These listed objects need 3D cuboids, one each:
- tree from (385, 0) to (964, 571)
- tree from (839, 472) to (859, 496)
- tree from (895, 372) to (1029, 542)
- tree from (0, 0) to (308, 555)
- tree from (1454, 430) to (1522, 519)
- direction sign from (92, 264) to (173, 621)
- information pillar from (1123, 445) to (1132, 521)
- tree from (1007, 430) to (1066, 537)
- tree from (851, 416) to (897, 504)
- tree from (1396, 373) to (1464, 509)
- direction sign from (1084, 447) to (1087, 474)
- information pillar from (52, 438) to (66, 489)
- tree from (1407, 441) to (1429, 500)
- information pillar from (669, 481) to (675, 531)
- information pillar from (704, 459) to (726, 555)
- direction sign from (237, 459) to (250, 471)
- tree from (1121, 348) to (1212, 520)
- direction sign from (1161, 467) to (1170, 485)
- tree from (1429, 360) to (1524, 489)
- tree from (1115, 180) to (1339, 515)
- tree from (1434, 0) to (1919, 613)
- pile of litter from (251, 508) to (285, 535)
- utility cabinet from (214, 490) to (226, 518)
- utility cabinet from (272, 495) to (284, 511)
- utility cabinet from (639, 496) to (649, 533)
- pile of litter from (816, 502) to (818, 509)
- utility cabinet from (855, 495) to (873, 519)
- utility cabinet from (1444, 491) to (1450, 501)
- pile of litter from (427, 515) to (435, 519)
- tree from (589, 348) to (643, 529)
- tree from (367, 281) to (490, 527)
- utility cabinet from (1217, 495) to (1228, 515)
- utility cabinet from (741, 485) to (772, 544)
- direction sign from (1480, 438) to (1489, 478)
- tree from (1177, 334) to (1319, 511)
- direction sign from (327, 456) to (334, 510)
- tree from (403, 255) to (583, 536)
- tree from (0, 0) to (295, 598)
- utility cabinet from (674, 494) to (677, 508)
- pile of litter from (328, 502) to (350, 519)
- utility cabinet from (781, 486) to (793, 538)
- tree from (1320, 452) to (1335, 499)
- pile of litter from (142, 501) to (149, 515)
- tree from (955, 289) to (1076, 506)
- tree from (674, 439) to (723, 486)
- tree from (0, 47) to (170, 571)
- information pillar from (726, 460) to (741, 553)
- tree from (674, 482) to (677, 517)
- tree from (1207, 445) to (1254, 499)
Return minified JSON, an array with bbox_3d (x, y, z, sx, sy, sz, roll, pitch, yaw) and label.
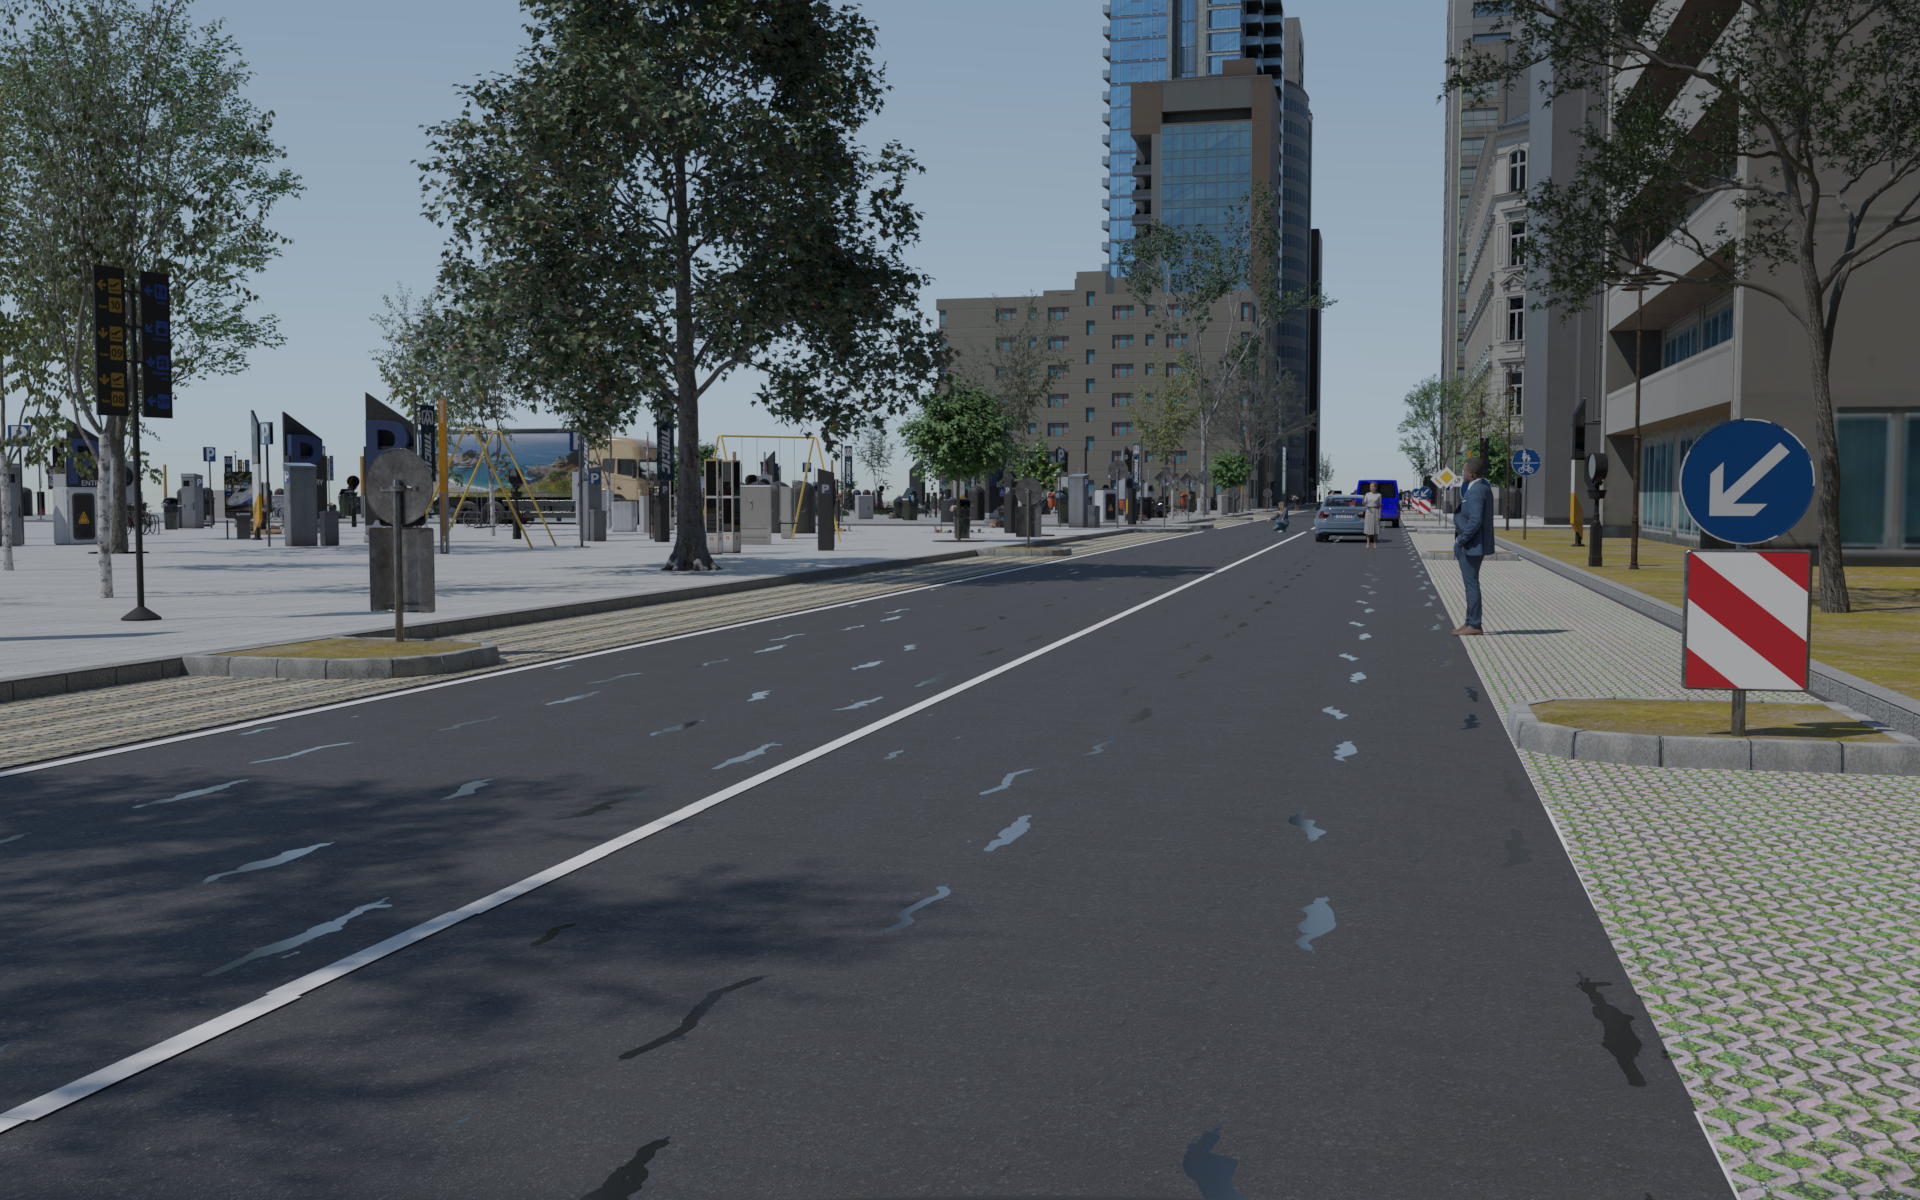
[{"bbox_3d":[-4.674,-6.846,28.938,9.611,12.733,9.660,0,3,0],"label":"tree"},{"bbox_3d":[-8.490,-8.234,129.227,1.663,3.219,1.824,0,3,0],"label":"tree"},{"bbox_3d":[-0.055,-3.848,46.637,4.285,4.588,4.351,0,3,0],"label":"tree"},{"bbox_3d":[-17.969,-6.794,36.830,9.928,11.665,9.643,0,3,0],"label":"tree"},{"bbox_3d":[26.961,-6.407,88.475,4.285,4.588,4.351,0,3,0],"label":"tree"},{"bbox_3d":[-8.340,-1.562,17.537,0.379,3.537,0.876,2,4,26],"label":"direction sign"},{"bbox_3d":[8.084,-5.626,83.332,0.183,3.616,0.504,-2,4,-32],"label":"information pillar"},{"bbox_3d":[2.486,-3.548,52.606,1.663,3.219,1.824,0,3,0],"label":"tree"},{"bbox_3d":[-7.183,-12.063,147.594,4.360,8.622,3.978,0,3,0],"label":"tree"},{"bbox_3d":[40.918,-13.545,147.221,9.928,11.665,9.643,0,3,0],"label":"tree"},{"bbox_3d":[6.115,-5.641,84.235,0.379,3.537,0.876,1,4,10],"label":"direction sign"},{"bbox_3d":[-36.906,-4.872,71.006,0.504,3.616,0.183,0,4,-5],"label":"information pillar"},{"bbox_3d":[60.482,-16.848,225.823,4.737,8.622,4.395,0,3,0],"label":"tree"},{"bbox_3d":[-10.247,-3.453,60.944,0.304,2.012,0.304,1,4,19],"label":"information pillar"},{"bbox_3d":[-5.207,-1.964,36.606,0.304,2.012,0.304,1,4,10],"label":"information pillar"},{"bbox_3d":[-46.876,-7.425,113.402,0.876,3.537,0.379,1,4,12],"label":"direction sign"},{"bbox_3d":[10.413,-8.332,86.595,4.737,8.622,4.395,0,3,0],"label":"tree"},{"bbox_3d":[17.482,-9.514,147.546,0.876,3.537,0.379,3,5,39],"label":"direction sign"},{"bbox_3d":[28.478,-8.816,94.503,4.737,8.622,4.395,0,3,0],"label":"tree"},{"bbox_3d":[16.030,-15.223,104.785,12.611,20.169,13.585,0,3,0],"label":"tree"},{"bbox_3d":[9.320,-5.160,18.776,8.767,10.594,7.601,-2,4,-35],"label":"tree"},{"bbox_3d":[-22.023,-2.504,54.901,1.719,0.858,1.176,-2,4,-30],"label":"pile of litter"},{"bbox_3d":[-43.076,-5.679,101.527,1.173,1.500,0.318,-2,4,-31],"label":"utility cabinet"},{"bbox_3d":[-39.123,-5.425,99.856,1.020,1.237,0.306,-1,4,-21],"label":"utility cabinet"},{"bbox_3d":[-10.453,-2.843,57.637,0.306,1.237,1.020,-1,4,-18],"label":"utility cabinet"},{"bbox_3d":[-9.015,-5.750,107.984,1.719,0.858,1.176,-3,5,-43],"label":"pile of litter"},{"bbox_3d":[-4.899,-4.745,88.748,1.020,1.237,0.306,-3,5,-44],"label":"utility cabinet"},{"bbox_3d":[33.089,-6.603,116.636,1.173,1.500,0.318,-2,4,-35],"label":"utility cabinet"},{"bbox_3d":[-28.377,-4.696,90.752,1.719,0.858,1.176,1,4,23],"label":"pile of litter"},{"bbox_3d":[-13.249,-6.951,64.006,4.360,8.622,3.978,0,3,0],"label":"tree"},{"bbox_3d":[-18.514,-6.731,60.412,4.737,8.622,4.395,0,3,0],"label":"tree"},{"bbox_3d":[16.014,-5.770,105.496,0.306,1.237,1.020,2,4,31],"label":"utility cabinet"},{"bbox_3d":[-5.377,-2.151,43.844,1.173,1.500,0.318,0,4,-2],"label":"utility cabinet"},{"bbox_3d":[21.102,-4.757,69.776,0.379,3.537,0.876,3,5,39],"label":"direction sign"},{"bbox_3d":[21.995,-13.533,131.631,12.009,13.543,11.850,0,3,0],"label":"tree"},{"bbox_3d":[-37.170,-6.729,102.016,0.876,3.537,0.379,2,4,33],"label":"direction sign"},{"bbox_3d":[-14.420,-6.250,52.542,4.360,8.622,3.978,0,3,0],"label":"tree"},{"bbox_3d":[-10.550,-4.344,21.389,4.360,8.622,3.978,0,3,0],"label":"tree"},{"bbox_3d":[-20.559,-7.247,127.162,0.318,1.500,1.173,2,4,31],"label":"utility cabinet"},{"bbox_3d":[-32.476,-4.657,90.099,1.719,0.858,1.176,3,5,44],"label":"pile of litter"},{"bbox_3d":[-5.008,-2.536,50.140,0.318,1.500,1.173,0,4,-4],"label":"utility cabinet"},{"bbox_3d":[62.997,-21.347,299.389,4.737,8.622,4.395,0,3,0],"label":"tree"},{"bbox_3d":[-48.790,-5.451,103.081,1.719,0.858,1.176,3,4,36],"label":"pile of litter"},{"bbox_3d":[1.909,-6.804,61.610,4.360,8.622,3.978,0,3,0],"label":"tree"},{"bbox_3d":[-14.457,-6.754,94.149,4.285,4.588,4.351,0,3,0],"label":"tree"},{"bbox_3d":[-15.724,-4.793,28.726,4.737,8.622,4.395,0,3,0],"label":"tree"},{"bbox_3d":[-4.954,-2.020,37.521,0.304,2.012,0.304,2,4,28],"label":"information pillar"},{"bbox_3d":[-16.131,-6.376,98.846,1.663,3.219,1.824,0,3,0],"label":"tree"},{"bbox_3d":[18.165,-8.132,116.669,4.285,4.588,4.351,0,3,0],"label":"tree"}]
